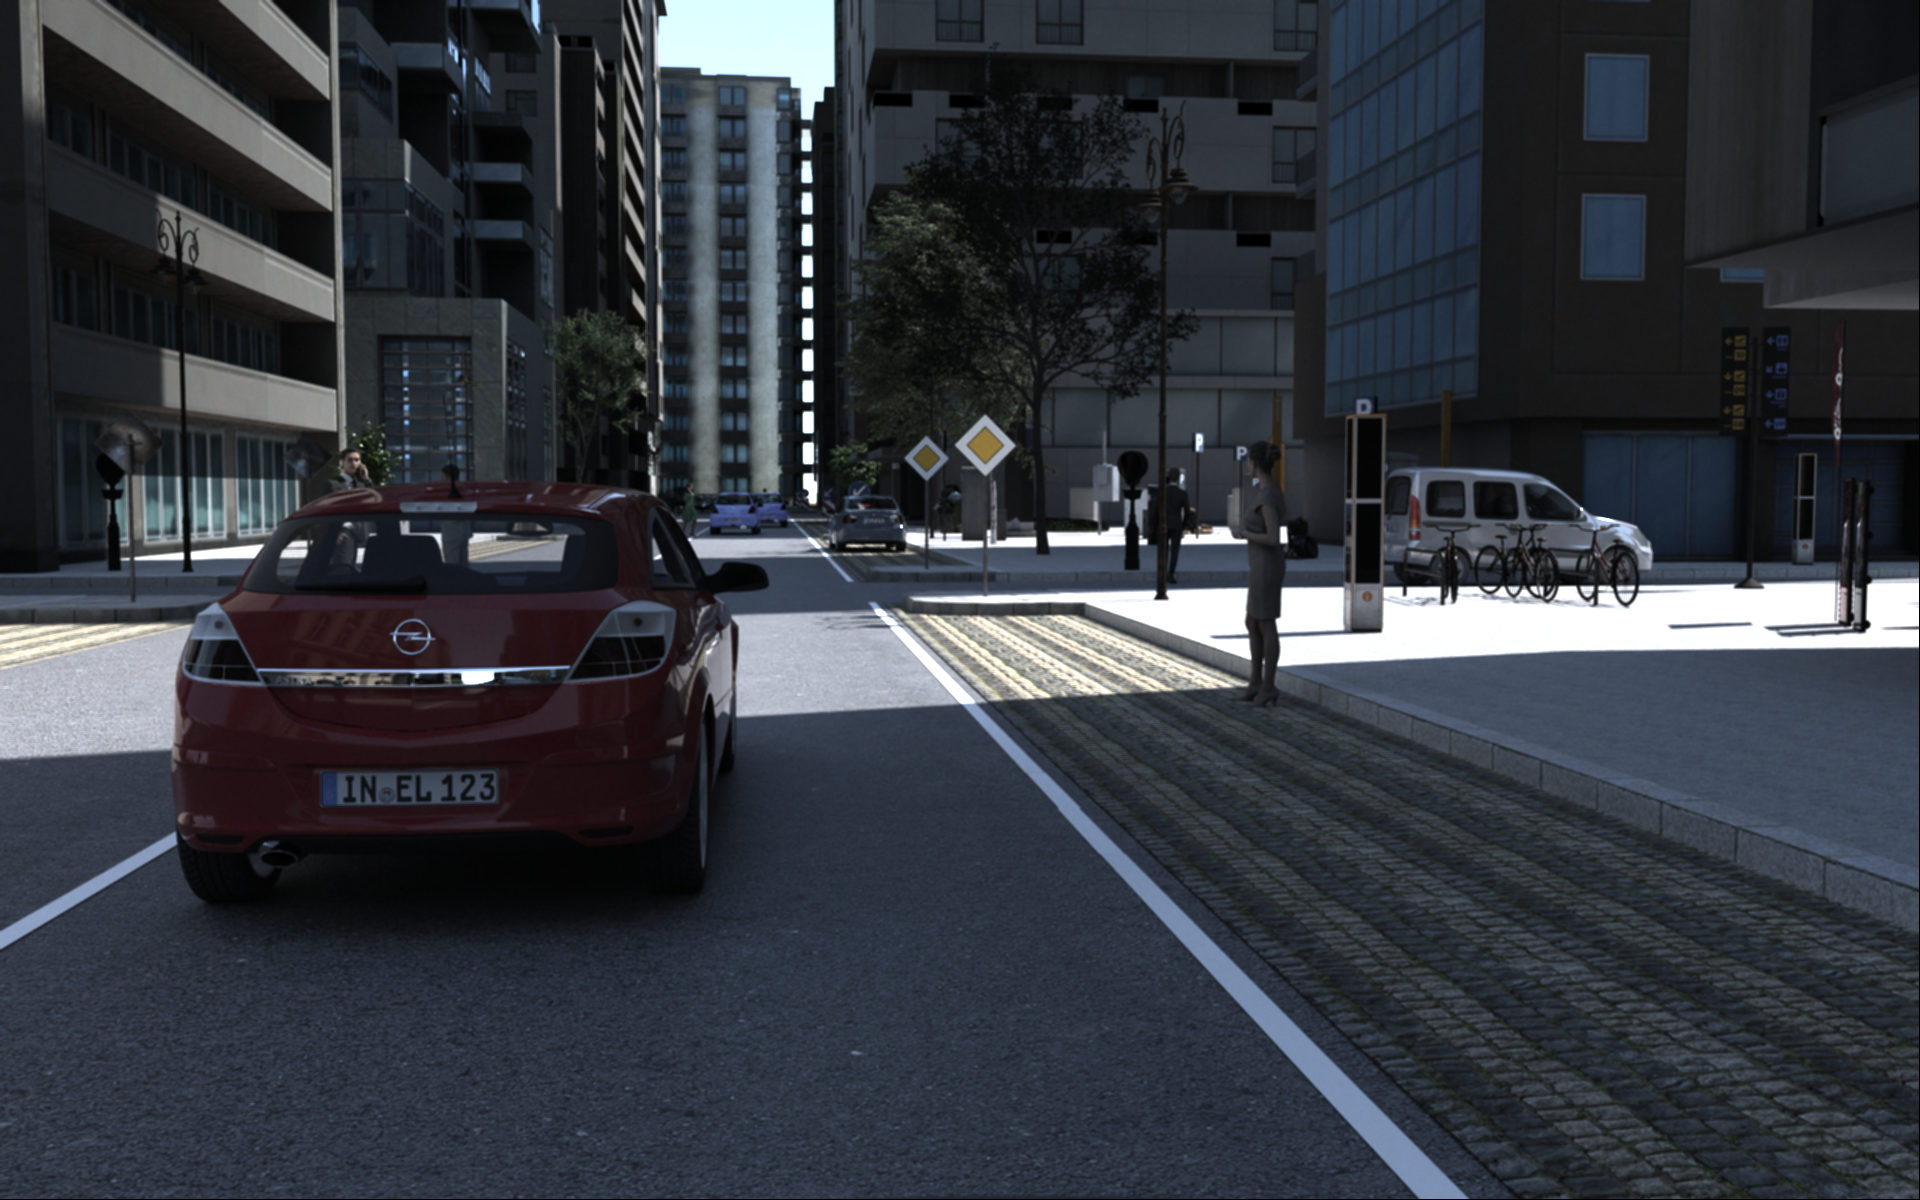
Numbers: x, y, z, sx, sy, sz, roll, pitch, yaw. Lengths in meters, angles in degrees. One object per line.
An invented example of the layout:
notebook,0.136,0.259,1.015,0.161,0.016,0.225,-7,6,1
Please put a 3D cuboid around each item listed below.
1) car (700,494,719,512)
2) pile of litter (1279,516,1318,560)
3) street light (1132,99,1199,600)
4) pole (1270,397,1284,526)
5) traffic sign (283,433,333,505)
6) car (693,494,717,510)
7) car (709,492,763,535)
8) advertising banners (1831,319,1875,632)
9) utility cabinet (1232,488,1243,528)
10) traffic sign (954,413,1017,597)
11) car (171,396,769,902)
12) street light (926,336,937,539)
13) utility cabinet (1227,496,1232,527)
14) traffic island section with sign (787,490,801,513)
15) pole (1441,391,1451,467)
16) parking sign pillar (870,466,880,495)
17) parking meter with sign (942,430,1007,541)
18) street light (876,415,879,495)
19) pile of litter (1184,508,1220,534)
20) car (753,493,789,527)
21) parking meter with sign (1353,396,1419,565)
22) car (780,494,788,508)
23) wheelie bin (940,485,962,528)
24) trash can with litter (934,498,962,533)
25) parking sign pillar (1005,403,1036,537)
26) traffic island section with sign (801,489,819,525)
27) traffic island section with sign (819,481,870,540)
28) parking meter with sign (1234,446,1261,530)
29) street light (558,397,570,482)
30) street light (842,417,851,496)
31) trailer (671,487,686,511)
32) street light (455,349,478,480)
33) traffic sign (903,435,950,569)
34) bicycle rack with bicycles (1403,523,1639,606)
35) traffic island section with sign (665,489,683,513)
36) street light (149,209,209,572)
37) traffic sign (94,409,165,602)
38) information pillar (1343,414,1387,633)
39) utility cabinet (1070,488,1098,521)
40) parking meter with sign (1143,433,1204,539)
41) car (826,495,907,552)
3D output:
car,-20.318,-7.944,141.680,2.131,1.459,4.920,0,4,-7
pile of litter,6.456,-1.249,34.380,1.719,0.858,1.176,-3,4,-38
street light,2.447,-2.940,20.860,0.468,5.910,1.993,0,4,-6
pole,6.647,-2.602,36.383,0.158,3.312,0.155,0,3,0
traffic sign,-10.706,-1.518,28.454,0.795,2.450,0.064,0,4,-6
car,-20.047,-7.571,135.582,2.131,1.459,4.920,0,4,-7
car,-8.060,-3.222,62.277,1.945,1.707,3.694,0,4,-5
advertising banners,8.666,-1.264,16.862,0.090,3.025,2.074,1,4,18
utility cabinet,10.810,-3.441,64.947,1.173,1.500,0.318,0,4,-7
traffic sign,0.312,-1.100,21.622,0.795,2.450,0.064,0,4,-6
car,-1.933,0.087,7.625,2.155,1.783,4.494,0,4,-5
street light,-0.808,-4.707,49.745,0.468,5.910,1.993,0,4,-6
utility cabinet,10.859,-3.406,66.844,1.020,1.237,0.306,-1,4,-11
traffic island section with sign,-11.822,-7.470,130.769,1.989,1.847,2.006,0,4,-6
pole,9.591,-2.470,34.232,0.158,3.312,0.155,0,3,0
parking sign pillar,-5.103,-7.035,103.497,1.447,3.967,1.447,-1,4,-10
parking meter with sign,0.399,-3.148,47.725,1.738,3.016,0.543,0,4,-3
street light,-3.708,-6.383,77.155,0.468,5.910,1.993,0,4,-6
pile of litter,7.601,-2.546,55.587,1.719,0.858,1.176,-1,4,-16
car,-8.414,-4.034,75.552,1.945,1.707,3.694,0,4,-8
parking meter with sign,7.982,-2.158,31.547,1.738,3.016,0.543,-2,4,-30
car,-9.814,-4.904,88.969,1.959,1.807,4.718,0,4,-7
wheelie bin,-0.254,-3.077,58.212,0.693,1.594,0.980,-3,5,-42
trash can with litter,-0.280,-2.761,56.536,1.055,1.170,0.624,-3,5,-41
parking sign pillar,1.771,-3.871,51.769,1.447,3.967,1.447,-1,4,-21
traffic island section with sign,-6.318,-4.451,81.401,1.989,1.847,2.006,0,4,-6
traffic island section with sign,-3.306,-2.800,54.405,1.989,1.847,2.006,0,4,-6
parking meter with sign,10.375,-4.004,61.730,0.543,3.016,1.738,-1,4,-16
street light,-18.765,-6.697,82.283,0.468,5.910,1.993,0,4,-6
street light,-6.804,-8.031,104.087,0.468,5.910,1.993,0,4,-6
trailer,-23.328,-8.376,143.999,1.471,1.999,3.904,0,4,-7
street light,-15.740,-5.049,55.343,0.468,5.910,1.993,0,4,-6
traffic sign,-0.572,-1.585,29.558,0.795,2.450,0.064,0,4,-6
bicycle rack with bicycles,6.592,-0.465,20.987,2.852,0.926,2.925,0,4,2
traffic island section with sign,-21.670,-7.404,129.686,1.989,1.847,2.006,0,4,-6
street light,-12.743,-3.401,28.401,0.468,5.910,1.993,0,4,-6
traffic sign,-9.822,-1.032,20.518,0.795,2.450,0.064,0,4,-6
information pillar,3.759,-0.710,16.099,0.304,2.012,0.304,0,4,-1
utility cabinet,4.681,-3.458,65.216,1.173,1.500,0.318,3,5,44
parking meter with sign,6.113,-3.289,50.031,1.738,3.016,0.543,2,4,33
car,-2.382,-1.967,44.159,2.014,1.417,4.499,0,4,-8
